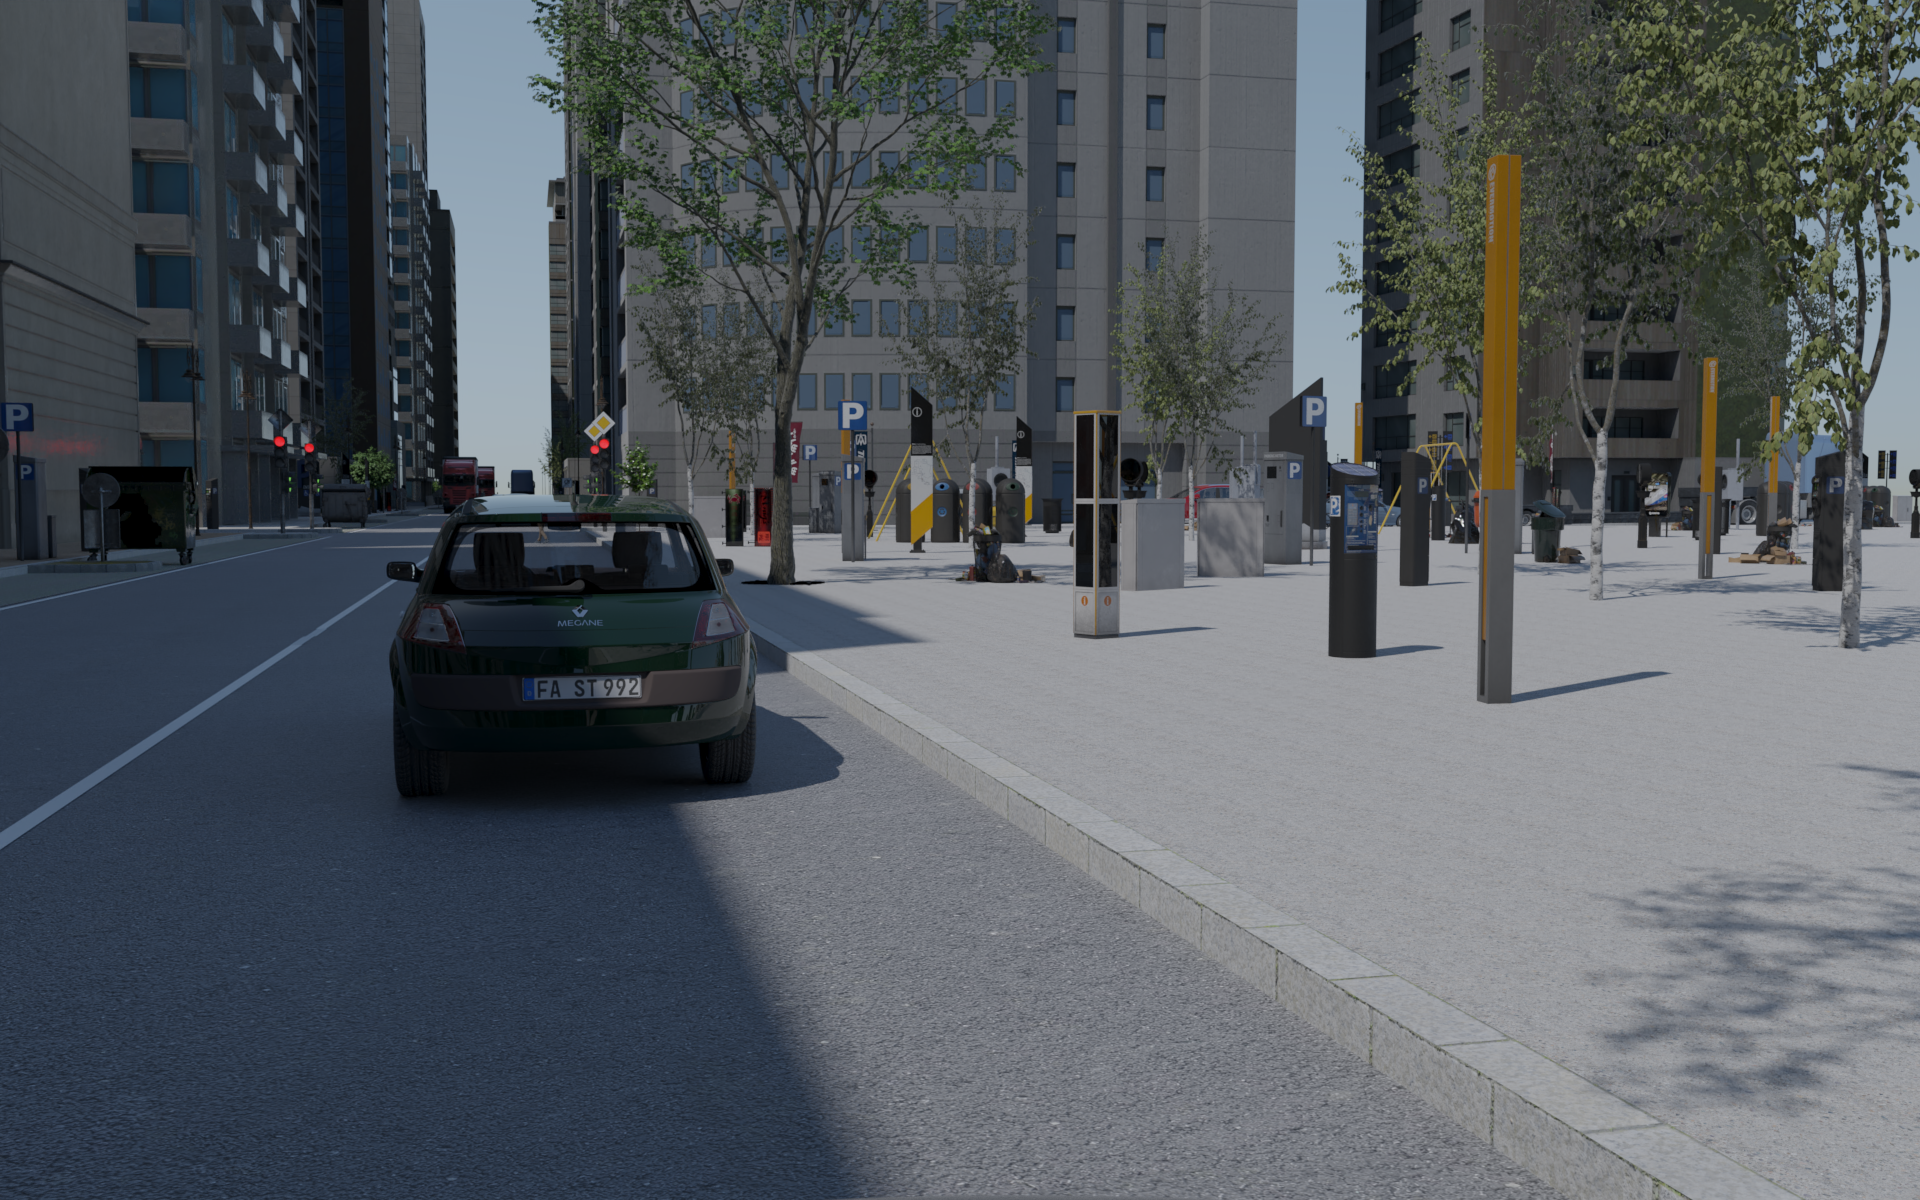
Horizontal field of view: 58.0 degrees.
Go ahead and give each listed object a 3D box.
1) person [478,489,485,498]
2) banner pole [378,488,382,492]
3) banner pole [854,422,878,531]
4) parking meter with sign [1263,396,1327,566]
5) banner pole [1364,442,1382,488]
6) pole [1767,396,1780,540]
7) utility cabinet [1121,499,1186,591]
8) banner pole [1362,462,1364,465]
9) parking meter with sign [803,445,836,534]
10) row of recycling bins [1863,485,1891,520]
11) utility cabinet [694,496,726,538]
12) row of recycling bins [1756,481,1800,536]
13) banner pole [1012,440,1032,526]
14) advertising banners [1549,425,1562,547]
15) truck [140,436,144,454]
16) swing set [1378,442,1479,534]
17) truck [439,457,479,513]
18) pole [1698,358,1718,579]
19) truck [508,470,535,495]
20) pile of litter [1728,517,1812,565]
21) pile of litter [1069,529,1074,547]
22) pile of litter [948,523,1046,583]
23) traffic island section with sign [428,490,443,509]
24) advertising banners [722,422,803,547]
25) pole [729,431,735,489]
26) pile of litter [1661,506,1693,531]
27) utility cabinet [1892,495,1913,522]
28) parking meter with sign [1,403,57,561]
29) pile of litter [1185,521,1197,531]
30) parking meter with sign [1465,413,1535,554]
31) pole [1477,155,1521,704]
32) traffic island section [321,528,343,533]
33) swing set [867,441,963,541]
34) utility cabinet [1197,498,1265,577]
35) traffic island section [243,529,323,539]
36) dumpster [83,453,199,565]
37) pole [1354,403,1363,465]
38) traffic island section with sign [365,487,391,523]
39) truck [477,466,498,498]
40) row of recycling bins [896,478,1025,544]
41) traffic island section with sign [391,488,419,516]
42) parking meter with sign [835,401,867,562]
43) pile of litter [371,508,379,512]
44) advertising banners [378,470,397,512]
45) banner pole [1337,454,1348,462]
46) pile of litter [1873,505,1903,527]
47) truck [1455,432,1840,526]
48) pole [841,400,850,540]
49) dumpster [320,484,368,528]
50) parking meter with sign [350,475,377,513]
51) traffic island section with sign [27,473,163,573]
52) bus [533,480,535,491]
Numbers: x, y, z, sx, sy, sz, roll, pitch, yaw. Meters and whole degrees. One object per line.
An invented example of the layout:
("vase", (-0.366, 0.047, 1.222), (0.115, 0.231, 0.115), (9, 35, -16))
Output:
("person", (-34.077, -7.015, 123.363), (0.590, 1.801, 0.661), (-1, 4, -18))
("banner pole", (-43.385, -8.532, 129.514), (0.863, 3.779, 0.401), (2, 4, 33))
("banner pole", (-3.295, -4.313, 60.538), (0.863, 3.779, 0.401), (0, 4, 2))
("parking meter with sign", (5.909, -2.162, 31.607), (0.543, 3.016, 1.738), (-2, 4, -27))
("banner pole", (19.937, -5.686, 82.989), (0.863, 3.779, 0.401), (-3, 4, -36))
("pole", (17.028, -2.595, 36.268), (0.158, 3.312, 0.155), (0, 3, 0))
("utility cabinet", (2.591, -0.741, 23.273), (1.020, 1.237, 0.306), (-3, 5, -44))
("banner pole", (22.737, -6.561, 97.297), (0.401, 3.779, 0.863), (3, 5, 41))
("parking meter with sign", (-4.215, -3.685, 56.509), (1.738, 3.016, 0.543), (3, 4, 37))
("row of recycling bins", (44.184, -4.721, 84.295), (1.069, 1.692, 3.534), (0, 4, 3))
("utility cabinet", (-7.377, -2.416, 50.661), (1.020, 1.237, 0.306), (-1, 4, -16))
("row of recycling bins", (25.452, -2.866, 53.965), (1.069, 1.692, 3.534), (2, 4, 33))
("banner pole", (2.514, -4.930, 70.627), (0.863, 3.779, 0.401), (1, 4, 10))
("advertising banners", (13.977, -2.722, 40.690), (0.090, 3.025, 2.074), (1, 4, 13))
("truck", (-32.502, -4.187, 57.377), (11.283, 4.237, 2.839), (-1, 4, -12))
("swing set", (14.884, -3.439, 53.852), (2.862, 2.851, 3.119), (0, 4, -4))
("truck", (-38.067, -8.754, 132.040), (2.839, 4.237, 11.283), (-1, 4, -15))
("pole", (11.250, -1.970, 26.046), (0.158, 3.312, 0.155), (0, 3, 0))
("truck", (-46.621, -11.938, 184.941), (2.967, 4.110, 18.799), (-1, 4, -15))
("pile of litter", (14.958, -1.101, 31.966), (1.176, 0.858, 1.719), (0, 4, -4))
("pile of litter", (3.289, -1.723, 42.135), (1.176, 0.858, 1.719), (3, 5, 40))
("pile of litter", (0.551, -0.707, 25.530), (1.176, 0.858, 1.719), (-2, 4, -27))
("traffic island section with sign", (-48.478, -9.337, 161.291), (1.989, 1.847, 2.006), (-1, 4, -14))
("advertising banners", (-4.797, -2.805, 42.051), (2.074, 3.025, 0.090), (1, 4, 13))
("pole", (-7.344, -3.794, 55.881), (0.158, 3.312, 0.155), (0, 3, 0))
("pile of litter", (25.499, -2.864, 60.791), (1.719, 0.858, 1.176), (3, 4, 37))
("utility cabinet", (44.126, -4.277, 81.088), (1.020, 1.237, 0.306), (-2, 4, -24))
("parking meter with sign", (-18.164, -2.302, 33.896), (0.543, 3.016, 1.738), (-1, 4, -13))
("pile of litter", (8.276, -2.855, 60.639), (1.176, 0.858, 1.719), (0, 4, 7))
("parking meter with sign", (11.725, -2.497, 37.085), (1.738, 3.016, 0.543), (1, 4, 19))
("pole", (3.289, -1.023, 10.567), (0.158, 3.312, 0.155), (0, 3, 0))
("traffic island section", (-24.054, -2.567, 64.244), (2.009, 0.180, 2.903), (-1, 4, -14))
("swing set", (-1.072, -3.110, 48.474), (2.862, 2.851, 3.119), (0, 4, -7))
("utility cabinet", (4.216, -0.969, 27.000), (1.020, 1.237, 0.306), (0, 4, 4))
("traffic island section", (-22.106, -2.093, 56.499), (2.009, 0.180, 2.903), (-1, 4, -14))
("dumpster", (-16.409, -1.822, 34.735), (1.985, 2.255, 1.502), (-1, 4, -15))
("pole", (8.888, -2.744, 38.704), (0.158, 3.312, 0.155), (0, 3, 0))
("traffic island section with sign", (-29.589, -4.743, 86.176), (1.989, 1.847, 2.006), (-1, 4, -14))
("truck", (-48.307, -11.387, 175.083), (2.839, 4.237, 11.283), (-1, 4, -16))
("row of recycling bins", (-0.001, -2.355, 45.614), (3.534, 1.692, 1.069), (1, 4, 13))
("traffic island section with sign", (-36.239, -6.359, 112.599), (1.989, 1.847, 2.006), (-1, 4, -14))
("parking meter with sign", (-2.024, -2.264, 33.275), (0.543, 3.016, 1.738), (0, 4, -1))
("pile of litter", (-42.170, -6.682, 123.213), (1.719, 0.858, 1.176), (-1, 4, -22))
("advertising banners", (-42.103, -8.036, 127.572), (0.090, 3.025, 2.074), (1, 4, 22))
("banner pole", (23.680, -7.191, 107.588), (0.863, 3.779, 0.401), (0, 4, -1))
("pile of litter", (35.516, -3.247, 67.056), (1.176, 0.858, 1.719), (-3, 5, -44))
("truck", (29.866, -5.093, 73.027), (18.799, 4.110, 2.967), (-1, 4, -15))
("pole", (-2.472, -2.671, 37.520), (0.158, 3.312, 0.155), (0, 3, 0))
("dumpster", (-26.027, -3.979, 73.277), (1.865, 1.857, 1.264), (-1, 4, -13))
("parking meter with sign", (-41.005, -7.508, 119.019), (1.738, 3.016, 0.543), (-1, 4, -18))
("traffic island section with sign", (-16.019, -1.442, 32.201), (1.989, 1.847, 2.006), (-1, 4, -14))
("bus", (-67.919, -17.070, 270.648), (2.896, 3.916, 12.252), (-1, 4, -15))
